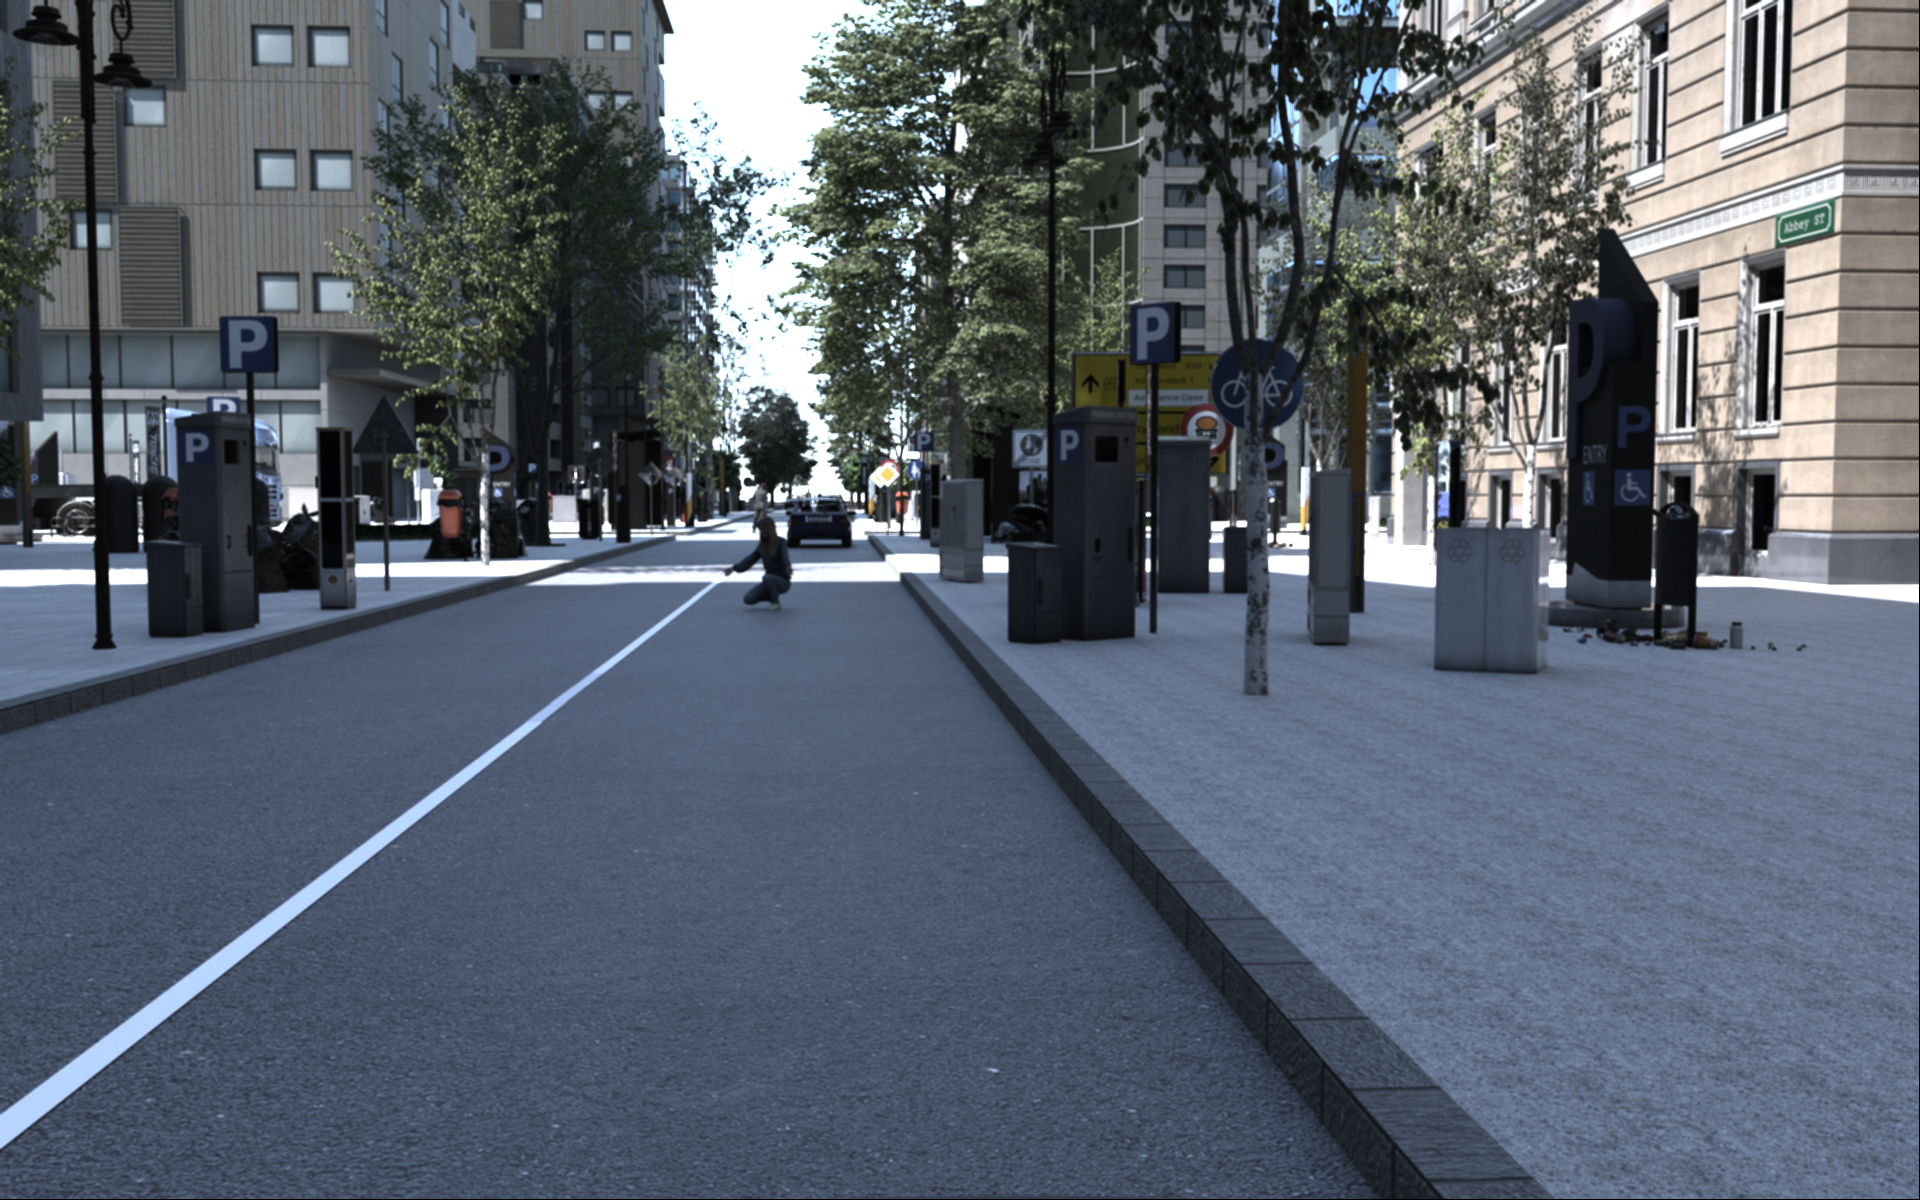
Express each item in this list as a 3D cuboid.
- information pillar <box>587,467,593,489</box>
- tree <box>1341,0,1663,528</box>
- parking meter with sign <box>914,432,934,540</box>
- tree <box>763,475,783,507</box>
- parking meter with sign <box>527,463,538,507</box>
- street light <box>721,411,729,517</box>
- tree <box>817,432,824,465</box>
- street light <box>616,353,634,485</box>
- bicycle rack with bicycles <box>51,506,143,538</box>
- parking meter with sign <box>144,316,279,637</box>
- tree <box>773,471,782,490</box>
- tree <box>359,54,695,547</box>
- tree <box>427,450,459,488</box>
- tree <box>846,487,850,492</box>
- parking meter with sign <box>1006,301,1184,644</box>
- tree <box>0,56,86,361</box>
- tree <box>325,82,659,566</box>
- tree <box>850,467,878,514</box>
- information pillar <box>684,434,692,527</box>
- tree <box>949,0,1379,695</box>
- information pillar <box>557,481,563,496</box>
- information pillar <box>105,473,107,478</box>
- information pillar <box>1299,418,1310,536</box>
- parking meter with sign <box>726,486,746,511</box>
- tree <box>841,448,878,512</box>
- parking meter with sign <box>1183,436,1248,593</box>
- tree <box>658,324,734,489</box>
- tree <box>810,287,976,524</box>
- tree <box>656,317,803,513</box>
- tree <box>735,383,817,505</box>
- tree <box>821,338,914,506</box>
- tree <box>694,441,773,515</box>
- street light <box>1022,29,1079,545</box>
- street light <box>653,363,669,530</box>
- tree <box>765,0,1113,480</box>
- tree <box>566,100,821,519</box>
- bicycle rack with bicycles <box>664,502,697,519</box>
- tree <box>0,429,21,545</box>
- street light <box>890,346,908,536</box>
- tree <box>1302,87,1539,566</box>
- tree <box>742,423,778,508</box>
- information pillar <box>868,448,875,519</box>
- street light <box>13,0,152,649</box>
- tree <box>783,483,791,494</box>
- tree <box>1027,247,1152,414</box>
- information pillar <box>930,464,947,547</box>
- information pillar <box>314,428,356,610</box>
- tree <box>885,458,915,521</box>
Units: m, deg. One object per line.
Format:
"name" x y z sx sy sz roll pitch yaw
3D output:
"information pillar" -20.222 -6.319 94.665 0.504 3.616 0.183 3 5 45
"tree" 8.383 -4.611 25.752 4.360 8.622 3.978 0 3 0
"parking meter with sign" -0.852 -3.260 49.566 0.543 3.016 1.738 1 4 11
"tree" -19.357 -11.110 176.243 1.663 3.219 1.824 0 3 0
"parking meter with sign" -23.813 -6.183 97.351 0.543 3.016 1.738 -2 4 -29
"street light" -13.074 -7.562 96.429 0.468 5.910 1.993 0 4 -4
"tree" -25.807 -21.827 263.532 9.857 13.997 8.962 0 3 0
"street light" -9.667 -4.735 50.204 0.468 5.910 1.993 0 4 -4
"bicycle rack with bicycles" -25.545 -2.316 51.251 2.925 0.926 2.852 1 4 11
"parking meter with sign" -7.026 -1.223 16.260 0.543 3.016 1.738 0 4 3
"tree" -21.102 -12.489 187.909 4.285 4.588 4.351 0 3 0
"tree" -10.341 -7.122 42.208 9.928 11.665 9.643 0 3 0
"tree" -23.308 -5.029 76.822 1.663 3.219 1.824 0 3 0
"tree" -13.435 -13.770 219.739 1.663 3.219 1.824 0 3 0
"parking meter with sign" 1.176 -1.169 15.377 1.738 3.016 0.543 -3 5 -42
"tree" -16.577 -4.786 28.614 4.737 8.622 4.395 0 3 0
"tree" -8.682 -4.921 30.816 4.737 8.622 4.395 0 3 0
"tree" -5.615 -7.063 110.083 1.663 3.219 1.824 0 3 0
"information pillar" -10.582 -4.659 67.523 0.183 3.616 0.504 1 4 13
"tree" 1.793 -3.687 10.650 4.360 8.622 3.978 0 3 0
"information pillar" -22.328 -5.646 96.806 0.304 2.012 0.304 -1 4 -16
"information pillar" -29.983 -3.427 60.524 0.304 2.012 0.304 -3 5 -43
"information pillar" 10.658 -3.795 53.404 0.183 3.616 0.504 2 4 34
"parking meter with sign" -17.344 -8.396 133.538 1.738 3.016 0.543 -3 5 -41
"tree" -6.758 -8.531 123.191 4.285 4.588 4.351 0 3 0
"parking meter with sign" 2.916 -1.605 22.505 1.738 3.016 0.543 0 4 3
"tree" -11.777 -7.601 74.642 4.737 8.622 4.395 0 3 0
"tree" -2.820 -8.591 74.868 8.767 10.594 7.601 1 4 21
"tree" -16.086 -12.835 120.216 12.009 13.543 11.850 0 3 0
"tree" -21.727 -17.922 199.674 9.857 13.997 8.962 0 3 0
"tree" -10.185 -20.248 186.943 12.611 20.169 13.585 0 3 0
"tree" -14.875 -7.574 107.542 4.285 4.588 4.351 0 3 0
"street light" 0.946 -2.757 17.862 0.468 5.910 1.993 0 4 -4
"street light" -10.537 -5.411 61.251 0.468 5.910 1.993 0 4 -4
"tree" -0.354 -7.145 34.950 7.486 12.596 7.792 0 3 0
"tree" -13.478 -14.088 86.229 12.611 20.169 13.585 0 3 0
"bicycle rack with bicycles" -15.251 -4.772 91.406 2.925 0.926 2.852 3 5 41
"tree" -24.559 -3.034 44.205 1.663 3.219 1.824 0 3 0
"street light" -1.793 -4.907 53.025 0.468 5.910 1.993 0 4 -4
"tree" 8.220 -4.923 30.856 4.737 8.622 4.395 0 3 0
"tree" -17.919 -12.779 159.292 4.360 8.622 3.978 0 3 0
"information pillar" -4.479 -5.900 87.821 0.183 3.616 0.504 2 4 29
"street light" -7.114 -2.534 14.220 0.468 5.910 1.993 0 4 -4
"tree" -25.100 -15.359 245.715 1.663 3.219 1.824 0 3 0
"tree" 3.960 -6.230 52.215 4.737 8.622 4.395 0 3 0
"information pillar" -0.520 -2.287 41.892 0.304 2.012 0.304 2 4 31
"information pillar" -6.946 -0.906 19.297 0.304 2.012 0.304 0 4 1
"tree" -2.804 -5.428 83.353 1.663 3.219 1.824 0 3 0
